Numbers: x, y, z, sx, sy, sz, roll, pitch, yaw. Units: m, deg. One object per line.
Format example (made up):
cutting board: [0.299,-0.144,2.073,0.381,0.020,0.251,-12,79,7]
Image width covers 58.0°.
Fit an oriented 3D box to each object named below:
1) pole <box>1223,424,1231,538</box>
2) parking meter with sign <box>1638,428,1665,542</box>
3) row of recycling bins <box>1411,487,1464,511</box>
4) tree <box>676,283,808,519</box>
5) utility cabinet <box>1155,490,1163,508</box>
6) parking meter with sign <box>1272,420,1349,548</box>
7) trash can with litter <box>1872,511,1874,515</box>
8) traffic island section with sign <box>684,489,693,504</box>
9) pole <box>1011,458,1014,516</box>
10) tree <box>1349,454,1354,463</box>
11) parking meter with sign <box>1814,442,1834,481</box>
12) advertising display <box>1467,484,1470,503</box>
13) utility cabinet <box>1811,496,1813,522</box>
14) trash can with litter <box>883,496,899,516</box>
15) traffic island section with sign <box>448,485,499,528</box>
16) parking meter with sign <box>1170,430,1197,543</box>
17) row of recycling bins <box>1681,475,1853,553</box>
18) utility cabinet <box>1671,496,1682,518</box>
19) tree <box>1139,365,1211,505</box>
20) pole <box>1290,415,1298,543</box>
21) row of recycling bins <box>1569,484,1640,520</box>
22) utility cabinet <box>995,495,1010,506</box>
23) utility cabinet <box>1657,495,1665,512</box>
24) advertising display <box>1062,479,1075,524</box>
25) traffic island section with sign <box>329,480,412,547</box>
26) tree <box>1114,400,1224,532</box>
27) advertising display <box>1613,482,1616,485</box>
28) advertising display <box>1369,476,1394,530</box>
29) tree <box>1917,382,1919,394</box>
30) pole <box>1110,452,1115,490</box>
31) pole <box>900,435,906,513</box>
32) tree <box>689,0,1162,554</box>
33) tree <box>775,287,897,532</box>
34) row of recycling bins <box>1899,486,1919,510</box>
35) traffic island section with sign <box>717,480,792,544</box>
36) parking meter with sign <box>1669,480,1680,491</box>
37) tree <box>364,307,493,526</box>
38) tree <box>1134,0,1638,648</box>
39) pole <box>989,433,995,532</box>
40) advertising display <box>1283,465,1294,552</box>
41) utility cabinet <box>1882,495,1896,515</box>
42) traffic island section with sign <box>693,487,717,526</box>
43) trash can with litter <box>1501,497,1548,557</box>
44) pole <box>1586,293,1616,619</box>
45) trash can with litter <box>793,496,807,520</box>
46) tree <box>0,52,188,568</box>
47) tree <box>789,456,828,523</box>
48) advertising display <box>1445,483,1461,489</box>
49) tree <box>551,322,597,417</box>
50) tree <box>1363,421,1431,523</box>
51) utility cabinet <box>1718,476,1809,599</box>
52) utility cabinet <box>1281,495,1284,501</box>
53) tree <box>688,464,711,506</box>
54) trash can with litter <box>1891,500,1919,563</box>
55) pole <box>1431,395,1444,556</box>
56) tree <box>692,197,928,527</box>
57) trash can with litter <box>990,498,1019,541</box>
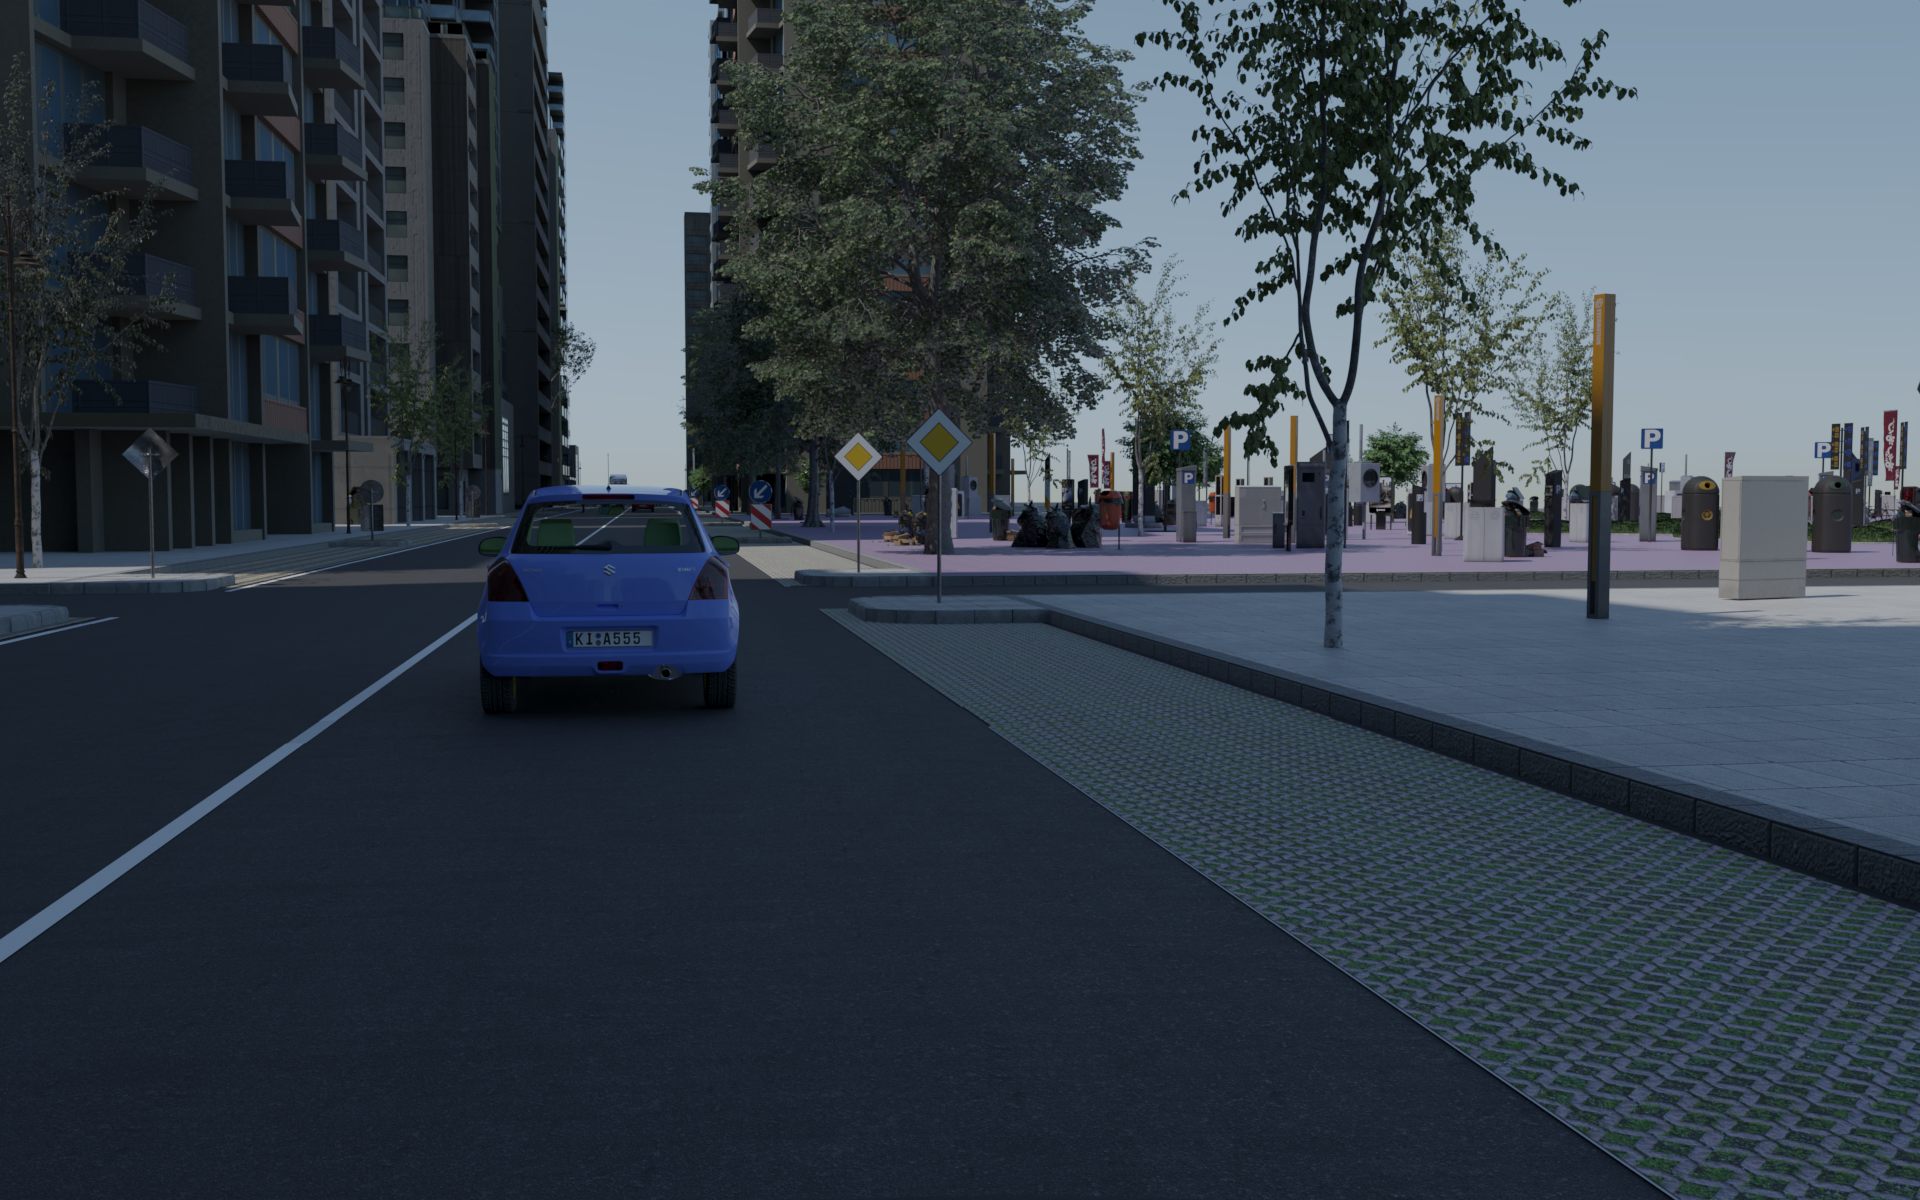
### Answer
pole: [7.725,-3.440,50.082,0.158,3.312,0.155,0,3,0]
parking meter with sign: [18.611,-3.088,46.756,0.543,3.016,1.738,1,4,19]
row of recycling bins: [26.226,-5.402,95.443,3.534,1.692,1.069,-2,4,-27]
tree: [-9.164,-10.848,87.742,12.009,13.543,11.850,0,3,0]
utility cabinet: [9.785,-4.877,88.423,1.173,1.500,0.318,3,5,44]
parking meter with sign: [8.297,-2.739,41.051,1.738,3.016,0.543,0,4,7]
trash can with litter: [55.481,-5.685,104.340,1.055,1.170,0.624,-2,4,-29]
traffic island section with sign: [-19.583,-7.215,126.587,1.989,1.847,2.006,-1,4,-10]
pole: [3.012,-6.437,99.087,0.158,3.312,0.155,0,3,0]
tree: [18.505,-5.384,82.636,1.663,3.219,1.824,0,3,0]
parking meter with sign: [28.515,-3.723,57.133,0.543,3.016,1.738,1,4,23]
advertising display: [32.983,-6.462,110.865,0.974,1.923,0.123,2,4,24]
utility cabinet: [27.376,-2.704,55.379,0.306,1.237,1.020,2,4,25]
trash can with litter: [-3.997,-5.526,101.734,1.055,1.170,0.624,-1,4,-9]
traffic island section with sign: [-20.973,-4.039,74.661,1.989,1.847,2.006,-1,4,-10]
parking meter with sign: [6.034,-3.065,46.371,0.543,3.016,1.738,0,4,-3]
row of recycling bins: [18.017,-1.937,38.782,3.534,1.692,1.069,2,4,33]
utility cabinet: [28.428,-3.467,67.854,1.020,1.237,0.306,1,4,15]
tree: [11.679,-8.987,97.305,4.360,8.622,3.978,0,3,0]
pole: [8.676,-3.132,45.044,0.158,3.312,0.155,0,3,0]
row of recycling bins: [26.199,-3.876,70.488,1.069,1.692,3.534,-2,4,-25]
utility cabinet: [2.057,-4.678,87.648,1.020,1.237,0.306,-3,5,-43]
utility cabinet: [39.407,-5.262,97.191,1.020,1.237,0.306,1,4,9]
advertising display: [4.624,-4.216,74.138,0.123,1.923,0.974,-2,4,-24]
traffic island section with sign: [-16.088,-2.369,47.364,1.989,1.847,2.006,-1,4,-10]
tree: [6.917,-4.596,58.865,4.285,4.588,4.351,0,3,0]
advertising display: [33.850,-5.233,90.775,0.974,1.923,0.123,3,5,40]
advertising display: [15.138,-3.489,62.253,0.123,1.923,0.974,-3,5,-41]
tree: [5.055,-3.414,6.180,4.737,8.622,4.395,0,3,0]
pole: [7.417,-5.535,84.335,0.158,3.312,0.155,0,3,0]
pole: [-1.968,-4.029,59.711,0.158,3.312,0.155,0,3,0]
tree: [-0.563,-7.971,36.974,9.857,13.997,8.962,0,3,0]
tree: [-4.243,-6.580,57.943,4.360,8.622,3.978,0,3,0]
row of recycling bins: [50.069,-5.147,91.264,1.069,1.692,3.534,2,4,24]
traffic island section with sign: [-5.995,-2.577,50.755,1.989,1.847,2.006,-1,4,-10]
parking meter with sign: [39.429,-6.058,95.301,1.738,3.016,0.543,3,5,45]
tree: [-21.936,-7.270,69.227,4.737,8.622,4.395,0,3,0]
tree: [3.296,-3.919,14.432,4.737,8.622,4.395,0,3,0]
pole: [1.086,-3.923,57.982,0.158,3.312,0.155,0,3,0]
advertising display: [7.385,-2.064,38.957,0.123,1.923,0.974,0,4,5]
utility cabinet: [53.940,-5.492,100.951,0.306,1.237,1.020,-3,5,-43]
traffic island section with sign: [-10.755,-4.199,77.289,1.989,1.847,2.006,-1,4,-10]
trash can with litter: [11.447,-1.465,35.335,1.055,1.170,0.624,-2,4,-30]
pole: [6.574,-1.462,17.755,0.158,3.312,0.155,0,3,0]
trash can with litter: [-7.660,-4.488,84.766,1.055,1.170,0.624,1,4,10]
tree: [-15.878,-4.872,30.016,4.360,8.622,3.978,0,3,0]
tree: [-6.600,-5.063,77.383,1.663,3.219,1.824,0,3,0]
advertising display: [28.406,-5.775,99.634,0.974,1.923,0.123,1,4,23]
tree: [-43.445,-19.455,173.983,12.611,20.169,13.585,0,3,0]
tree: [19.569,-5.776,78.145,4.285,4.588,4.351,0,3,0]
utility cabinet: [9.813,-0.764,21.162,1.173,1.500,0.318,-2,4,-26]
utility cabinet: [18.081,-5.323,98.184,1.020,1.237,0.306,2,4,26]
tree: [-27.991,-12.553,188.947,4.285,4.588,4.351,0,3,0]
trash can with litter: [18.002,-1.280,32.317,1.055,1.170,0.624,1,4,19]
pole: [9.884,-2.567,35.820,0.158,3.312,0.155,0,3,0]
tree: [-5.597,-9.176,67.039,9.611,12.733,9.660,0,3,0]
trash can with litter: [1.328,-2.200,47.350,1.055,1.170,0.624,3,5,43]
